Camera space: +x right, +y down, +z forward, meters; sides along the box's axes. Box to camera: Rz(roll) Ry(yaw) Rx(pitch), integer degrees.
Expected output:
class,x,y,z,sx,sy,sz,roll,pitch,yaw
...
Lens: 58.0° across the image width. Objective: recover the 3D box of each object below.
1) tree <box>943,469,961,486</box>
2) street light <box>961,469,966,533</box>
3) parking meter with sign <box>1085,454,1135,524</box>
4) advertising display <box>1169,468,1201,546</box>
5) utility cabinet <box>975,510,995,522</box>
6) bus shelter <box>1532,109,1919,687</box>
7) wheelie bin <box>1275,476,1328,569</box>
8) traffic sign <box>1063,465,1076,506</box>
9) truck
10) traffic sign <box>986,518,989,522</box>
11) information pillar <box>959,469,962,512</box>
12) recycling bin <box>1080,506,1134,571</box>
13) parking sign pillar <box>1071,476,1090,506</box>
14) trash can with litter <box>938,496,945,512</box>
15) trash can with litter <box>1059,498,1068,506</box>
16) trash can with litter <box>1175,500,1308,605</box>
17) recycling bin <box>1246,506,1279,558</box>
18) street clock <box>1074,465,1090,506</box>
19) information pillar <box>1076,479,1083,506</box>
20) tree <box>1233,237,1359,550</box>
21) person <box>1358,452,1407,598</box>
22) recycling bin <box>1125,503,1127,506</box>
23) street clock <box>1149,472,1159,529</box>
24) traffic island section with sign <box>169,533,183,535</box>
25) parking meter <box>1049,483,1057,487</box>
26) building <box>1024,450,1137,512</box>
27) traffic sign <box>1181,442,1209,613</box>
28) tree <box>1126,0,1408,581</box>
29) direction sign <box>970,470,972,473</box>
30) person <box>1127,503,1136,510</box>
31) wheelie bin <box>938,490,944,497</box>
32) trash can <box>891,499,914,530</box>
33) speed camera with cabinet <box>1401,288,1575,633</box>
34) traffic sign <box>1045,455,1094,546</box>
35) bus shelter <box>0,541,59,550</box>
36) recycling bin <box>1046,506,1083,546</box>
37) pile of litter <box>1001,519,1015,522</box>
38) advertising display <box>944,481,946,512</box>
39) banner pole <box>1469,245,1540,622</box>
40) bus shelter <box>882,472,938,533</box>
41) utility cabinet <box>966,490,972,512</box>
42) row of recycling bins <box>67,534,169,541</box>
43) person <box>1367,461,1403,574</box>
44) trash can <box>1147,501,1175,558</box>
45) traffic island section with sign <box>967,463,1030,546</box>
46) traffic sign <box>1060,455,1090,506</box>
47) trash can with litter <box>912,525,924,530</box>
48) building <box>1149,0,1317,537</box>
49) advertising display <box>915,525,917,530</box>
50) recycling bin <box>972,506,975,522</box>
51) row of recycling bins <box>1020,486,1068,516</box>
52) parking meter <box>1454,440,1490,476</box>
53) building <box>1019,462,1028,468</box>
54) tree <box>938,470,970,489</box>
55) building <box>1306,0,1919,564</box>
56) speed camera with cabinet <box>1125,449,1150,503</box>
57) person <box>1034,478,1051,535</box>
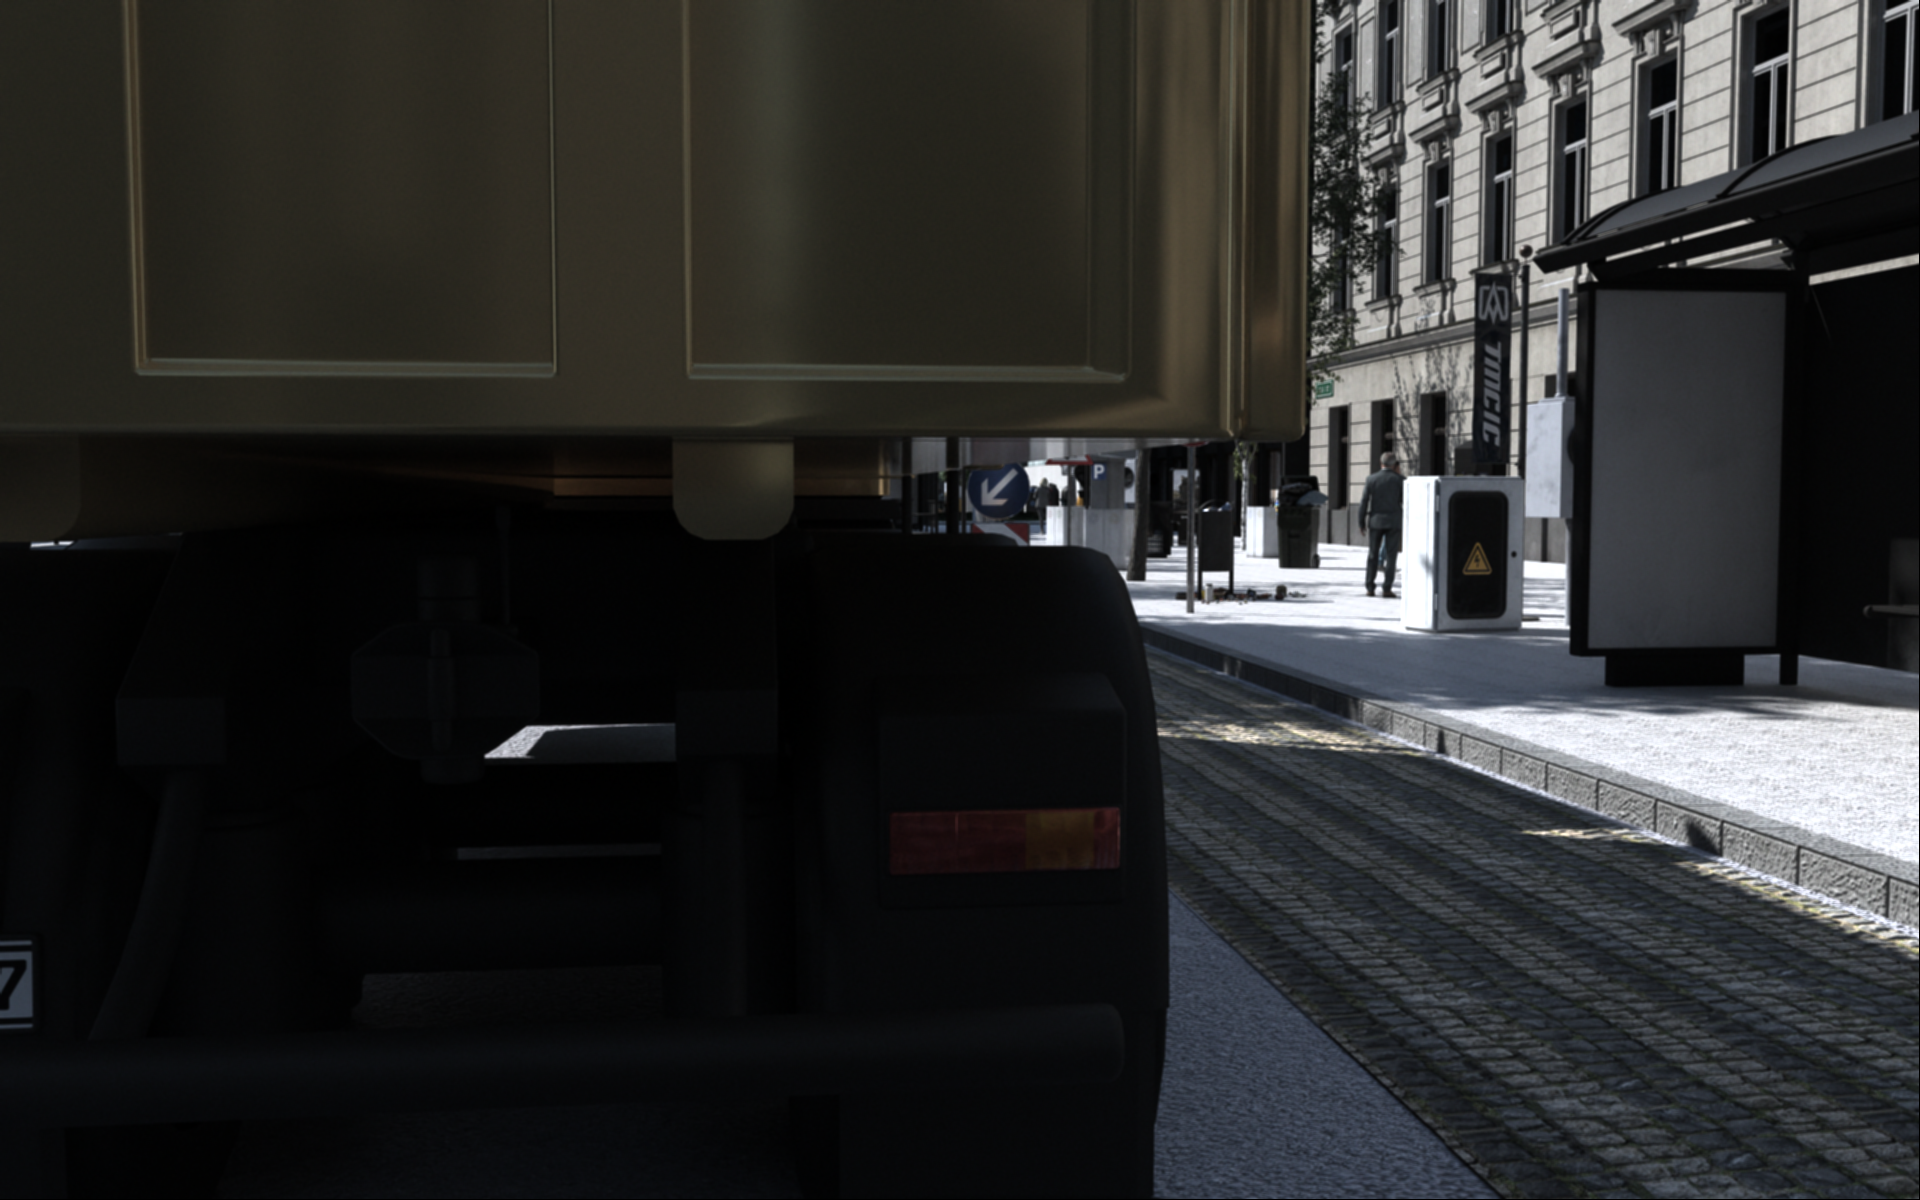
class,x,y,z,sx,sy,sz,roll,pitch,yaw
tree,0.112,-6.071,49.617,4.737,8.622,4.395,0,3,0
street light,-0.457,-3.966,37.391,1.470,5.913,1.316,0,4,-7
parking meter with sign,2.859,-2.261,33.222,0.543,3.016,1.738,2,4,35
advertising display,5.595,-2.317,43.097,0.974,1.923,0.123,-3,4,-36
utility cabinet,0.766,-2.450,51.223,0.306,1.237,1.020,-1,4,-22
bus shelter,5.177,-0.925,9.046,2.014,3.302,5.546,0,4,-7
wheelie bin,5.886,-1.351,29.997,0.980,1.594,0.693,2,4,27
traffic sign,2.592,-2.263,39.130,0.606,2.300,0.079,0,4,-5
truck,-1.364,-0.676,6.983,3.469,3.379,9.791,0,4,-7
traffic sign,0.733,-2.852,46.739,0.768,2.556,0.104,0,4,-3
information pillar,-0.079,-6.437,96.593,0.504,3.616,0.183,-3,4,-38
recycling bin,2.526,-1.027,29.342,0.722,1.027,0.722,1,4,19
parking sign pillar,3.084,-3.338,43.040,1.447,3.967,1.447,1,4,16
trash can with litter,-1.145,-6.128,111.576,0.624,1.170,1.055,0,4,6
trash can with litter,8.012,-7.295,130.660,1.055,1.170,0.624,-1,4,-14
trash can with litter,3.500,-0.619,21.177,2.233,1.210,1.678,-2,4,-32
recycling bin,6.264,-1.371,34.976,0.722,1.027,0.722,-1,4,-21
street clock,2.736,-2.035,37.839,0.471,2.002,0.358,0,4,-7
information pillar,2.698,-2.941,39.443,0.183,3.616,0.504,-1,4,-11
tree,6.708,-5.436,39.247,4.737,8.622,4.395,0,3,0
person,5.313,-0.942,21.613,0.661,1.801,0.590,1,4,20
recycling bin,5.638,-2.847,59.110,0.722,1.027,0.722,3,5,41
street clock,6.389,-3.254,57.780,0.471,2.002,0.358,-3,4,-39
traffic island section with sign,-19.526,-2.110,43.124,1.989,1.847,2.006,0,4,-7
parking meter,4.982,-5.342,93.050,0.399,1.863,0.255,3,5,43
building,18.232,-31.443,103.324,27.495,52.752,28.713,0,4,-7
traffic sign,2.487,-1.132,18.622,0.768,2.556,0.104,0,4,1
tree,2.930,-5.552,25.187,7.601,10.594,8.767,1,4,15
direction sign,0.767,-4.760,69.825,0.876,3.537,0.379,-2,4,-32
person,5.503,-3.003,55.317,0.709,1.800,0.728,3,5,41
wheelie bin,-1.592,-6.885,120.479,0.980,1.594,0.693,-1,4,-12
trash can,-1.757,-2.511,52.702,0.748,1.137,0.748,0,3,0
speed camera with cabinet,5.225,-1.348,16.379,2.038,3.252,0.660,-1,4,-19
traffic sign,1.999,-1.939,31.708,0.884,2.594,0.081,0,4,-2
bus shelter,-21.958,-2.916,41.605,2.014,3.302,5.546,0,4,-7
recycling bin,2.291,-1.453,36.319,0.722,1.027,0.722,-2,4,-30
pile of litter,1.610,-3.089,64.469,1.719,0.858,1.176,-1,4,-16
advertising display,-0.500,-5.036,87.553,0.123,1.923,0.974,-2,4,-33
banner pole,5.472,-1.676,17.417,0.863,3.779,0.401,-1,4,-22
bus shelter,-1.749,-3.866,57.133,2.014,3.302,5.546,0,4,-7
utility cabinet,0.880,-5.035,90.999,1.173,1.500,0.318,-1,4,-11
row of recycling bins,-23.178,-2.468,47.471,3.534,1.692,1.069,0,4,-8
person,6.861,-1.314,27.514,0.794,1.824,0.713,-2,4,-31
trash can,3.939,-1.416,34.801,0.748,1.137,0.748,0,3,0
traffic island section with sign,0.202,-0.611,18.619,1.989,1.847,2.006,0,4,-7
traffic sign,2.656,-2.479,40.645,0.768,2.556,0.104,0,3,0
trash can with litter,-1.735,-3.097,62.022,1.055,1.170,0.624,-1,4,-21
building,13.892,-13.768,54.791,12.332,23.373,15.834,0,4,-7
advertising display,-1.962,-3.409,60.957,0.974,1.923,0.123,-1,4,-13
recycling bin,0.933,-3.060,62.577,0.722,1.027,0.722,-3,5,-44
row of recycling bins,4.054,-4.813,85.811,3.534,1.692,1.069,1,4,10
parking meter,5.449,-0.781,18.476,0.255,1.863,0.399,3,5,42
building,2.087,-27.888,139.563,14.154,41.232,14.086,0,4,-7
tree,0.258,-8.088,115.949,4.285,4.588,4.351,0,3,0
building,19.774,-15.201,24.949,17.030,29.872,44.131,0,4,-7
speed camera with cabinet,4.129,-3.163,46.057,0.660,3.252,2.038,-3,4,-38
person,2.595,-2.972,54.815,0.537,1.800,0.526,0,4,-2
